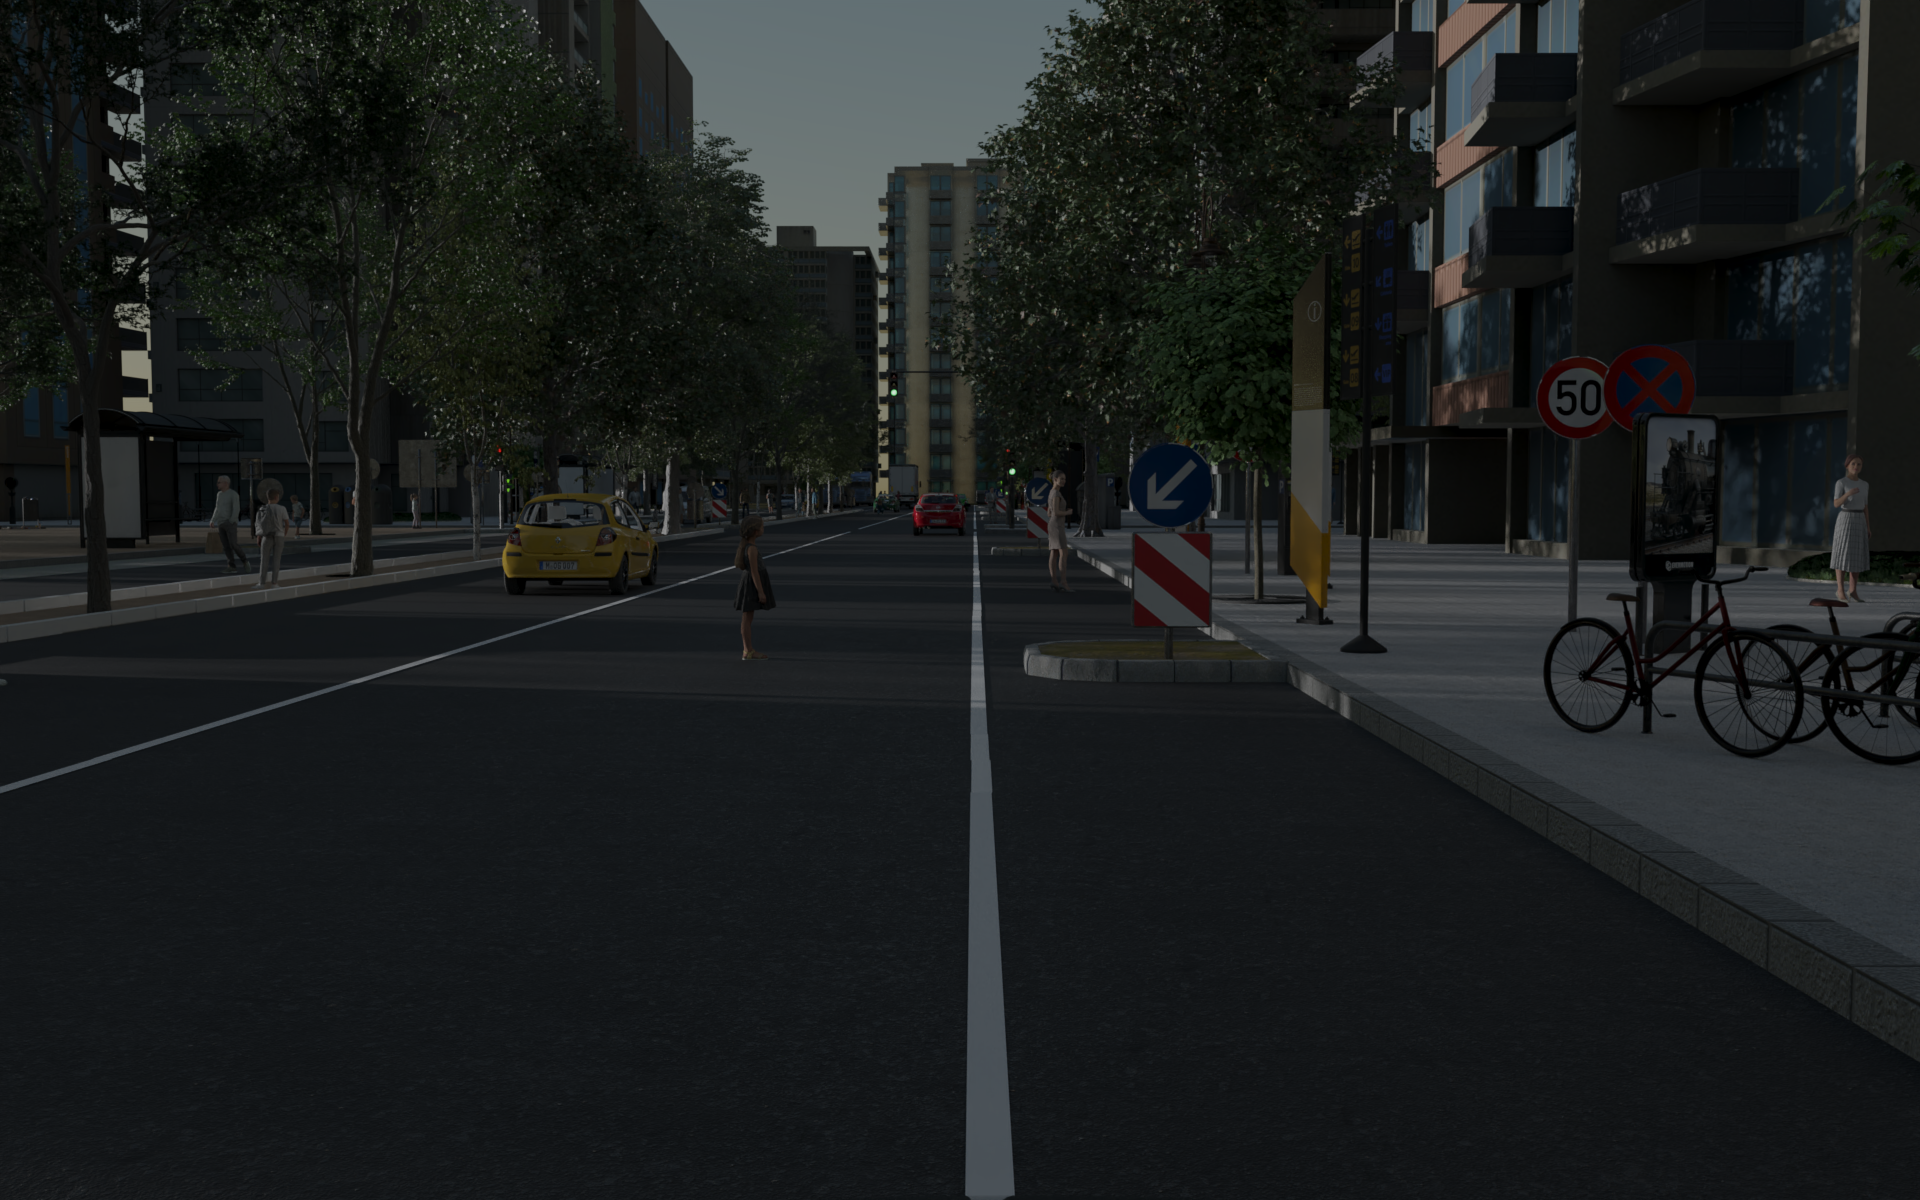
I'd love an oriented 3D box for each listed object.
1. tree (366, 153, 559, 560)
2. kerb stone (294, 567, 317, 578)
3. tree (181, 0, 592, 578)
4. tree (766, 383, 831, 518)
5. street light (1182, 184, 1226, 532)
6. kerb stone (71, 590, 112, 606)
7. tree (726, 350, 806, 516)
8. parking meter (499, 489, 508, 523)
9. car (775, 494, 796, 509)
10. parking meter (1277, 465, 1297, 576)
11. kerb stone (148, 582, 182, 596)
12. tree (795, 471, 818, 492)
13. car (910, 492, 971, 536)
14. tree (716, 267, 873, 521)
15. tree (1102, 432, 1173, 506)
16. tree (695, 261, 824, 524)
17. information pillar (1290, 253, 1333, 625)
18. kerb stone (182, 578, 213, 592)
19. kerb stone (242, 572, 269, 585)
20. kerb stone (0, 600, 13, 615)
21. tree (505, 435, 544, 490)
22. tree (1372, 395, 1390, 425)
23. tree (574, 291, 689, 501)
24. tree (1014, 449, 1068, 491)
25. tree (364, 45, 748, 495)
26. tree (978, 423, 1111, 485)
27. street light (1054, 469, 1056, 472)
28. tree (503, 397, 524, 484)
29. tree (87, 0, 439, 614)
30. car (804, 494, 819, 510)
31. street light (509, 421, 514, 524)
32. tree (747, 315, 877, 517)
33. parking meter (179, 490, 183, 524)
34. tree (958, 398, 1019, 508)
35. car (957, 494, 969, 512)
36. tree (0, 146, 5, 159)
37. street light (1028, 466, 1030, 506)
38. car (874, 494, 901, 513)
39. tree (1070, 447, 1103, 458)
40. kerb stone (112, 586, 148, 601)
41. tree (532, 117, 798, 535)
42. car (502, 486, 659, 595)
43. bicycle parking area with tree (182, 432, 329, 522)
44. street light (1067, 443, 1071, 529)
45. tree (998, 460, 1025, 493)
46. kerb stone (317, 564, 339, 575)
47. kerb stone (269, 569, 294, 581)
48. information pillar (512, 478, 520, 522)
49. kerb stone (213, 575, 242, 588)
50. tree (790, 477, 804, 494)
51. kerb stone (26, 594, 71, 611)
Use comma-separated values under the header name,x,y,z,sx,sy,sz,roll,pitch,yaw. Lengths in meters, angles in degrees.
name,x,y,z,sx,sy,sz,roll,pitch,yaw
tree,-10.373,-5.140,36.856,4.737,8.622,4.395,0,3,0
kerb stone,-11.300,-0.456,29.657,0.120,0.150,1.000,0,4,0
tree,-10.184,-6.185,29.344,9.928,11.665,9.643,0,3,0
tree,-9.561,-9.090,101.433,4.737,8.622,4.395,0,3,0
street light,3.674,-3.269,26.236,0.468,5.910,1.993,0,4,0
kerb stone,-11.355,-0.016,22.478,0.120,0.150,1.000,0,4,0
tree,-9.769,-8.004,83.682,4.360,8.622,3.978,0,3,0
parking meter,-20.168,-4.163,76.469,0.372,1.533,0.369,0,3,0
car,-16.101,-9.139,161.419,2.014,1.417,4.499,0,4,2
parking meter,5.203,-1.325,27.377,0.255,1.863,0.399,-1,4,-10
kerb stone,-11.342,-0.138,24.526,0.120,0.150,1.000,0,4,0
tree,-18.079,-13.600,206.072,4.285,4.588,4.351,0,3,0
car,-0.701,-3.184,61.094,2.155,1.783,4.494,0,4,1
tree,-9.716,-11.009,92.828,12.009,13.543,11.850,0,3,0
tree,9.292,-7.616,74.886,4.737,8.622,4.395,0,3,0
tree,-9.763,-9.008,75.493,9.928,11.665,9.643,0,3,0
information pillar,3.468,-1.574,17.096,0.183,3.616,0.504,-2,4,-29
kerb stone,-11.334,-0.204,25.555,0.120,0.150,1.000,0,4,0
kerb stone,-11.317,-0.329,27.614,0.120,0.150,1.000,0,4,0
kerb stone,-11.381,0.108,20.429,0.120,0.150,1.000,0,4,0
tree,-24.226,-6.945,97.258,4.285,4.588,4.351,0,3,0
tree,15.555,-6.676,59.518,4.737,8.622,4.395,0,3,0
tree,-10.194,-6.101,52.565,4.360,8.622,3.978,0,3,0
tree,5.252,-10.938,129.198,4.737,8.622,4.395,0,3,0
tree,-10.515,-7.633,44.270,9.611,12.733,9.660,0,3,0
tree,5.058,-10.282,86.230,7.486,12.596,7.792,0,3,0
street light,3.988,-6.098,72.489,0.468,5.910,1.993,0,4,0
tree,-27.929,-9.398,104.017,4.360,8.622,3.978,0,3,0
tree,-10.111,-5.111,20.431,8.767,10.594,7.601,0,4,0
car,-13.689,-9.118,159.295,2.015,1.641,3.980,0,4,1
street light,-18.943,-6.131,73.028,0.468,5.910,1.993,0,4,0
tree,-9.423,-11.433,107.512,7.486,12.596,7.792,0,3,0
parking meter,-33.464,-4.016,74.076,0.372,1.533,0.369,0,3,0
tree,4.948,-14.954,154.870,12.009,13.543,11.850,0,3,0
car,-0.201,-8.098,141.194,1.959,1.807,4.718,0,4,-1
tree,-10.497,-3.768,14.424,4.360,8.622,3.978,0,3,0
street light,4.380,-8.366,109.567,0.468,5.910,1.993,0,4,0
car,-5.707,-7.544,135.140,2.131,1.459,4.920,0,4,2
tree,10.176,-11.636,140.613,4.360,8.622,3.978,0,3,0
kerb stone,-11.351,-0.072,23.500,0.120,0.150,1.000,0,4,0
tree,-9.990,-9.206,59.637,9.857,13.997,8.962,0,3,0
car,-5.625,-0.968,26.054,2.015,1.641,3.980,0,4,-1
bicycle parking area with tree,-35.140,-5.840,82.488,9.016,4.147,8.231,-2,4,-29
street light,4.009,-5.552,63.555,0.468,5.910,1.993,0,4,0
tree,5.233,-7.947,113.652,4.285,4.588,4.351,0,3,0
kerb stone,-11.290,-0.519,30.682,0.120,0.150,1.000,0,4,0
kerb stone,-11.304,-0.394,28.636,0.120,0.150,1.000,0,4,0
information pillar,-20.399,-4.581,79.383,0.304,2.012,0.304,1,4,14
kerb stone,-11.326,-0.268,26.582,0.120,0.150,1.000,0,4,0
tree,-18.440,-12.239,194.701,1.663,3.219,1.824,0,3,0
kerb stone,-11.367,0.045,21.456,0.120,0.150,1.000,0,4,0
